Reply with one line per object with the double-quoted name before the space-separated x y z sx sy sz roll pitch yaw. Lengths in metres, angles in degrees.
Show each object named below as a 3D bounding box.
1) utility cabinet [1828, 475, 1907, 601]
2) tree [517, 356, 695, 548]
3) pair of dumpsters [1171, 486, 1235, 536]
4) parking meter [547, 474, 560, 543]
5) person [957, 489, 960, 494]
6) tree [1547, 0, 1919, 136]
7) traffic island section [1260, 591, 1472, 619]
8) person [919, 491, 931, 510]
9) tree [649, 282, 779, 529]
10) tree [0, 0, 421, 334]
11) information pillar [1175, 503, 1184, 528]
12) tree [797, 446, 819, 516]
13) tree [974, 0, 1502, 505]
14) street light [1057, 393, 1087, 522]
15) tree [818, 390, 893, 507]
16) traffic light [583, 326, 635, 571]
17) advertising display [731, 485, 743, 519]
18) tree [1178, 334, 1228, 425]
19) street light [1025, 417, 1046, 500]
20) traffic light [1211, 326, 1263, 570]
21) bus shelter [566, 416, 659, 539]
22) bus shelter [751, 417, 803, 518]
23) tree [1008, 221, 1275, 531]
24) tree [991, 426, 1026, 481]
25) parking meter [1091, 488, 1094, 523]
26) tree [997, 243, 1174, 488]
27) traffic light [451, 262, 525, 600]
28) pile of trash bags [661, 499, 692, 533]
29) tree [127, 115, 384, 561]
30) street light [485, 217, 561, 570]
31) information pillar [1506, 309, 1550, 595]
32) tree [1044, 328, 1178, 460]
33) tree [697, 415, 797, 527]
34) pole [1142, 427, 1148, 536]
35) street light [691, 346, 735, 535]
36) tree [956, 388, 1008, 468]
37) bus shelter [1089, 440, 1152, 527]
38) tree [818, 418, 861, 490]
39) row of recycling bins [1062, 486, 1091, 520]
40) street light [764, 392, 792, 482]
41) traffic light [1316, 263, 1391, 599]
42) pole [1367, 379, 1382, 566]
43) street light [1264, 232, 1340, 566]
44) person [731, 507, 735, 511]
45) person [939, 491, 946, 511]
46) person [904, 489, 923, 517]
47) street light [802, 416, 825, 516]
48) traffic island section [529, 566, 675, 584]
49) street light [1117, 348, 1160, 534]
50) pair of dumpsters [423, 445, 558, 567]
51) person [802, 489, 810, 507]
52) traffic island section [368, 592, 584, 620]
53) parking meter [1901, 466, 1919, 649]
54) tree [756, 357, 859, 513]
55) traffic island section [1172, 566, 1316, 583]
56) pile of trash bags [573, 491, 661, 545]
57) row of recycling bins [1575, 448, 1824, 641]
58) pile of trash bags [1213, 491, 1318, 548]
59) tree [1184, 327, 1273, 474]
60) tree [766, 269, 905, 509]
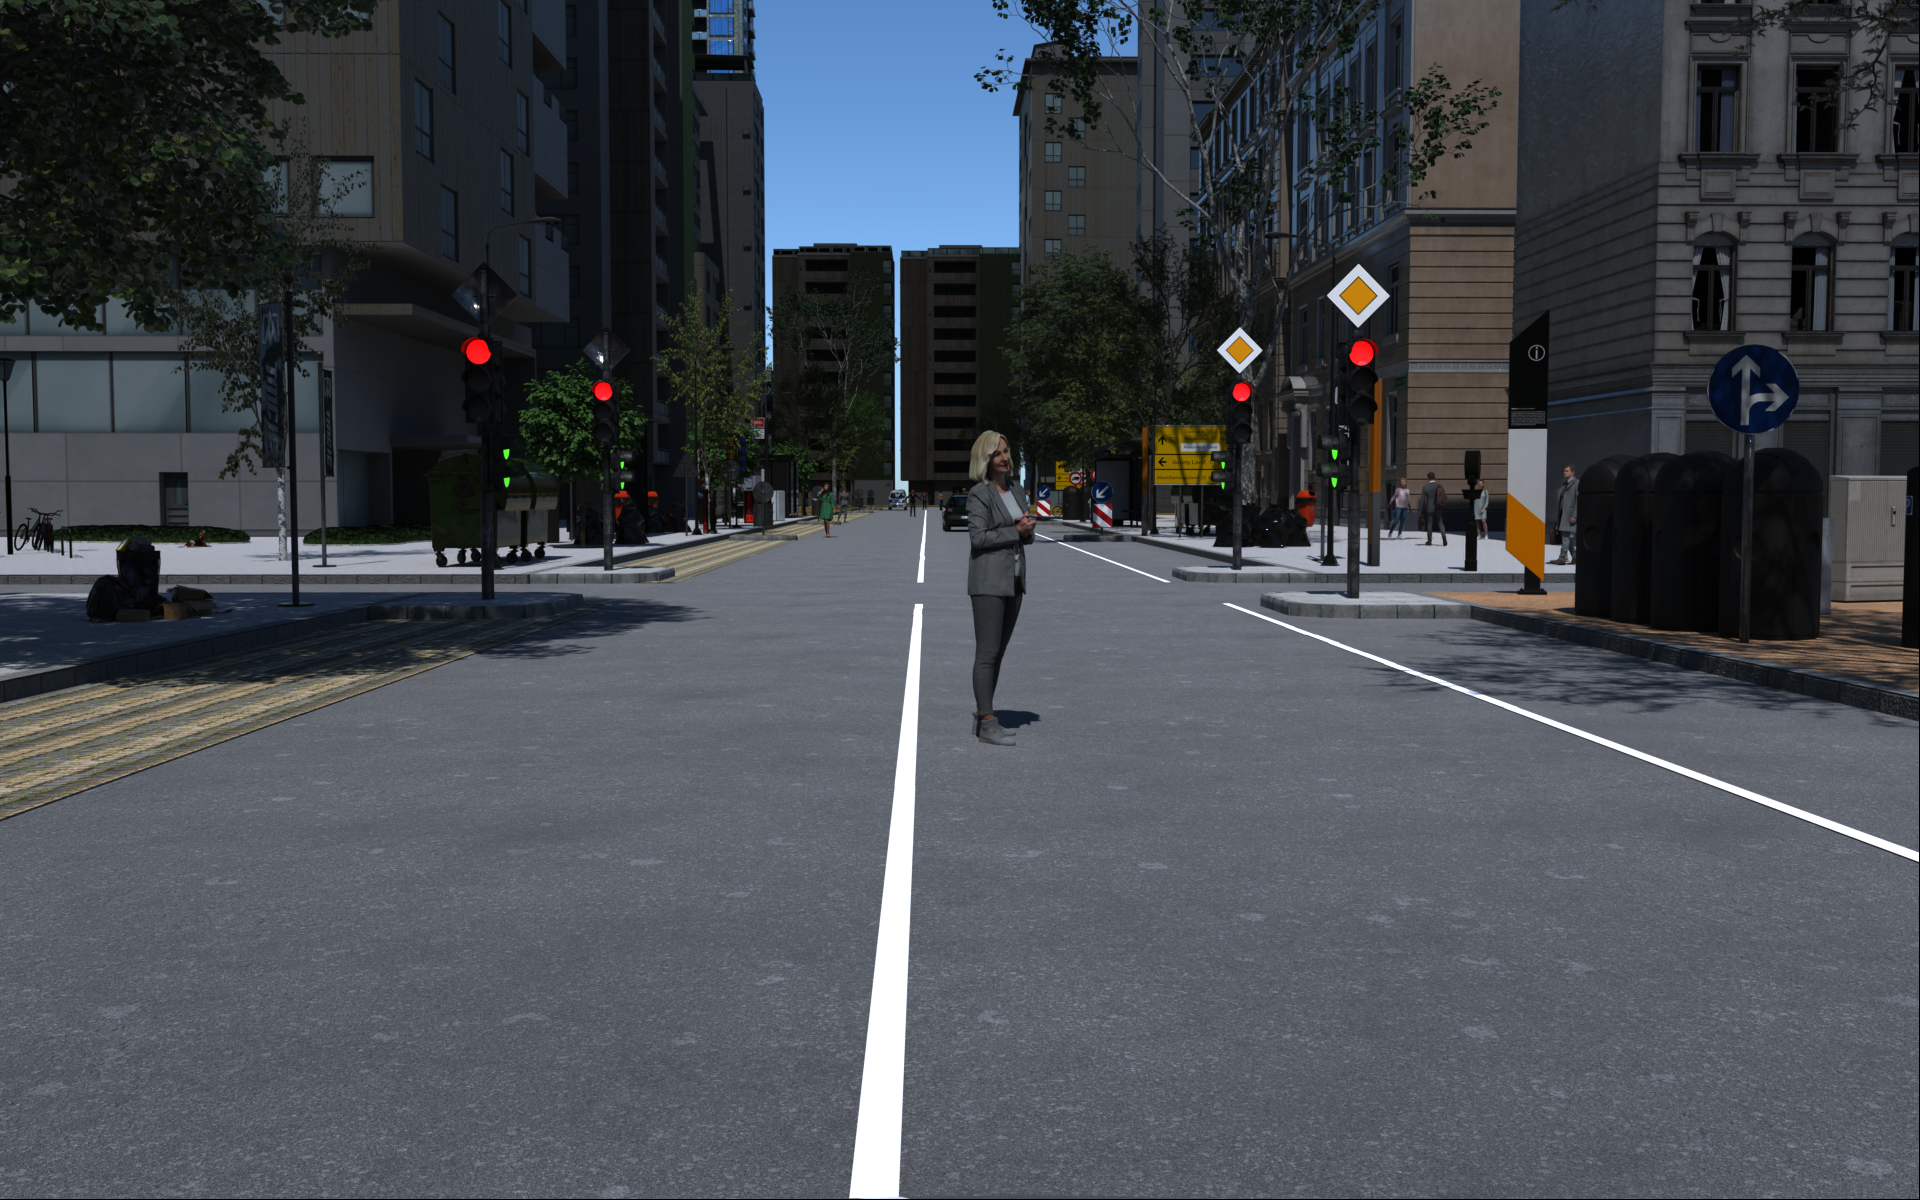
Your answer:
"utility cabinet" 10.928 -0.732 20.641 1.173 1.500 0.318 -1 4 -18
"tree" -9.035 -3.523 41.321 4.285 4.588 4.351 0 3 0
"pair of dumpsters" 7.694 -3.169 54.312 1.574 2.255 4.437 0 4 -1
"parking meter" -10.666 -2.423 45.322 0.399 1.863 0.255 -1 4 -18
"person" -0.198 -6.512 115.693 0.721 1.735 1.217 1 4 17
"tree" 7.855 -6.018 8.769 12.009 13.543 11.850 0 3 0
"traffic island section" 4.862 0.058 21.332 2.009 0.180 2.903 0 4 -1
"person" -3.187 -8.932 155.255 1.217 1.735 0.721 0 4 8
"tree" -8.664 -6.758 60.854 4.737 8.622 4.395 0 3 0
"tree" -8.237 -6.481 12.625 9.857 13.997 8.962 0 3 0
"information pillar" 8.243 -3.696 64.926 0.304 2.012 0.304 1 4 19
"tree" -9.825 -7.153 100.669 4.285 4.588 4.351 0 3 0
"tree" 6.740 -11.431 42.780 12.611 20.169 13.585 0 3 0
"street light" 5.135 -6.558 79.769 1.470 5.913 1.316 0 4 -1
"tree" -10.614 -15.099 172.619 9.928 11.665 9.643 0 3 0
"traffic light" -5.889 -2.450 28.985 0.839 4.253 0.868 0 4 -1
"advertising display" -11.537 -5.230 90.721 0.974 1.923 0.123 -3 5 -39
"tree" 10.564 -7.864 78.940 4.737 8.622 4.395 0 3 0
"street light" 4.603 -8.051 104.179 1.470 5.913 1.316 0 4 -1
"traffic light" 4.670 -2.464 29.201 0.839 4.253 0.868 0 4 -1
"bus shelter" -10.362 -3.714 52.012 1.731 3.624 6.357 0 4 -1
"bus shelter" -9.851 -7.059 93.044 2.179 5.291 8.768 0 4 -1
"tree" 6.647 -7.697 60.256 8.767 10.594 7.601 1 4 10
"tree" 5.095 -14.011 179.445 4.360 8.622 3.978 0 3 0
"parking meter" 5.905 -4.120 75.766 0.372 1.533 0.369 0 3 0
"tree" 6.750 -11.093 88.026 9.857 13.997 8.962 0 3 0
"traffic light" -5.737 -1.962 21.001 0.839 4.253 0.868 0 4 -1
"pile of trash bags" -10.282 -3.003 58.852 1.912 1.369 3.447 -1 4 -19
"tree" -13.266 -5.057 33.053 4.360 8.622 3.978 0 3 0
"street light" -7.388 -3.465 29.199 1.470 5.913 1.316 0 4 -1
"information pillar" 7.231 -1.877 22.040 0.504 3.616 0.183 1 4 10
"tree" 5.934 -7.539 73.621 4.737 8.622 4.395 0 3 0
"tree" -9.378 -5.194 68.637 4.285 4.588 4.351 0 3 0
"pole" 5.660 -3.617 52.979 0.158 3.312 0.155 0 3 0
"street light" -7.781 -5.020 54.616 1.470 5.913 1.316 0 4 -1
"tree" 5.300 -11.367 120.255 7.601 10.594 8.767 -2 4 -31
"bus shelter" 6.278 -4.502 67.533 2.014 3.302 5.546 0 4 -1
"tree" -11.101 -12.921 161.628 4.737 8.622 4.395 0 3 0
"row of recycling bins" 6.584 -4.847 86.363 3.534 1.692 1.069 -3 5 -39
"street light" -8.350 -6.514 79.043 1.470 5.913 1.316 0 4 -1
"traffic light" 4.822 -1.975 21.217 0.839 4.253 0.868 0 4 -1
"pole" 7.349 -2.253 30.684 0.158 3.312 0.155 0 3 0
"street light" 6.083 -3.565 30.821 1.470 5.913 1.316 0 4 -1
"person" -17.517 -7.746 133.216 0.617 1.759 0.750 -2 4 -35
"person" -1.560 -8.670 150.963 0.721 1.736 1.217 2 4 27
"person" -2.981 -6.154 109.945 1.217 1.723 0.721 -1 4 -9
"street light" -8.748 -8.007 103.455 1.470 5.913 1.316 0 4 -1
"traffic island section" -5.929 -0.418 29.119 2.009 0.180 2.903 0 4 -1
"street light" 5.693 -5.065 55.359 1.470 5.913 1.316 0 4 -1
"pair of dumpsters" -8.706 -1.821 32.268 1.574 2.255 4.437 0 4 -1
"person" -15.116 -10.062 170.576 0.705 1.822 1.348 -2 4 -34
"traffic island section" -5.777 0.070 21.135 2.009 0.180 2.903 0 4 -1
"parking meter" 8.068 -0.367 14.410 0.372 1.533 0.369 0 3 0
"tree" -10.284 -11.166 116.983 7.601 10.594 8.767 0 4 -7
"traffic island section" 4.711 -0.430 29.315 2.009 0.180 2.903 0 4 -1
"pile of trash bags" -9.070 -2.183 45.440 1.912 1.369 3.447 0 4 -4
"row of recycling bins" 7.054 -0.594 16.818 1.069 1.692 3.534 0 4 -7
"pile of trash bags" 7.816 -2.015 42.702 1.912 1.369 3.447 3 5 40
"tree" 11.447 -7.544 73.708 4.360 8.622 3.978 0 3 0
"tree" -8.989 -17.615 143.894 12.611 20.169 13.585 0 3 0
